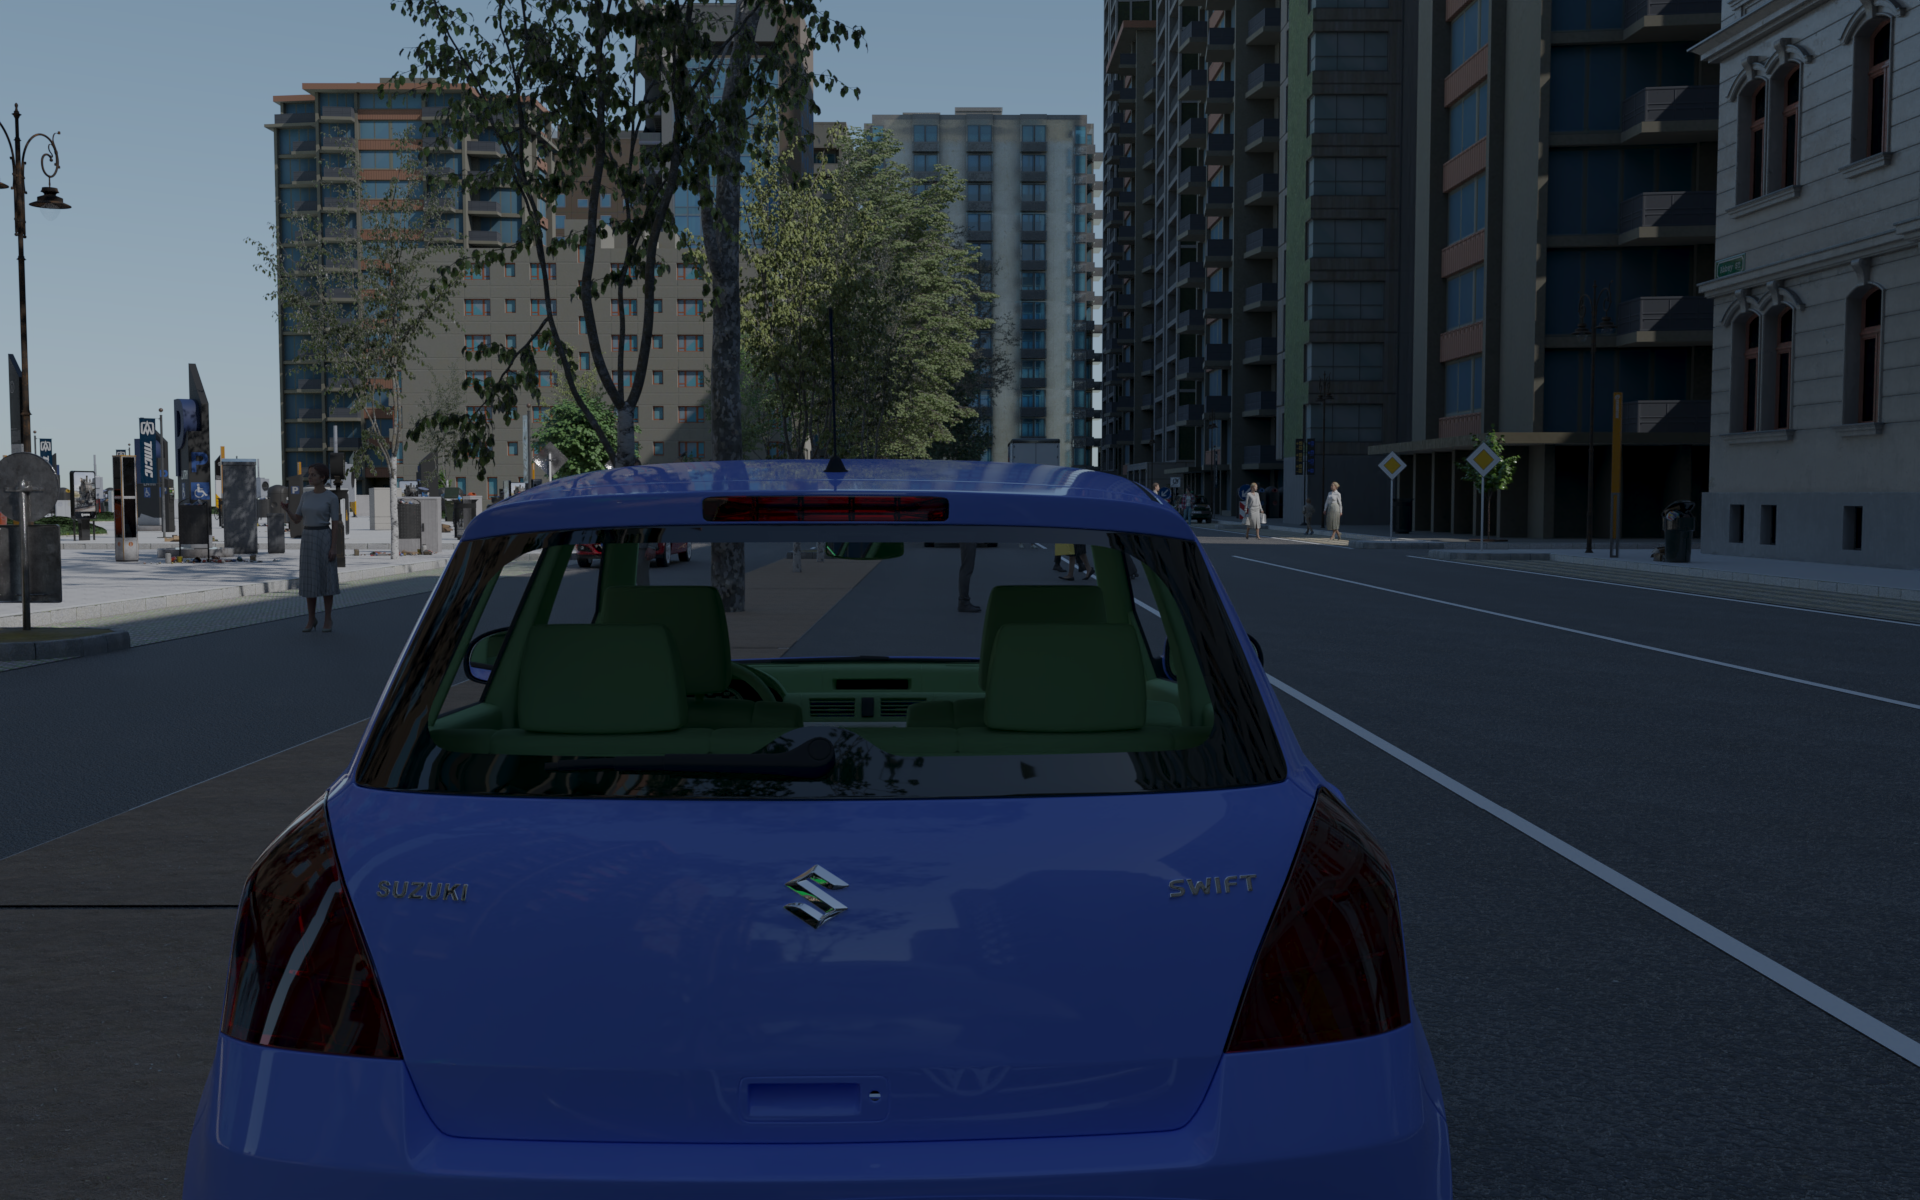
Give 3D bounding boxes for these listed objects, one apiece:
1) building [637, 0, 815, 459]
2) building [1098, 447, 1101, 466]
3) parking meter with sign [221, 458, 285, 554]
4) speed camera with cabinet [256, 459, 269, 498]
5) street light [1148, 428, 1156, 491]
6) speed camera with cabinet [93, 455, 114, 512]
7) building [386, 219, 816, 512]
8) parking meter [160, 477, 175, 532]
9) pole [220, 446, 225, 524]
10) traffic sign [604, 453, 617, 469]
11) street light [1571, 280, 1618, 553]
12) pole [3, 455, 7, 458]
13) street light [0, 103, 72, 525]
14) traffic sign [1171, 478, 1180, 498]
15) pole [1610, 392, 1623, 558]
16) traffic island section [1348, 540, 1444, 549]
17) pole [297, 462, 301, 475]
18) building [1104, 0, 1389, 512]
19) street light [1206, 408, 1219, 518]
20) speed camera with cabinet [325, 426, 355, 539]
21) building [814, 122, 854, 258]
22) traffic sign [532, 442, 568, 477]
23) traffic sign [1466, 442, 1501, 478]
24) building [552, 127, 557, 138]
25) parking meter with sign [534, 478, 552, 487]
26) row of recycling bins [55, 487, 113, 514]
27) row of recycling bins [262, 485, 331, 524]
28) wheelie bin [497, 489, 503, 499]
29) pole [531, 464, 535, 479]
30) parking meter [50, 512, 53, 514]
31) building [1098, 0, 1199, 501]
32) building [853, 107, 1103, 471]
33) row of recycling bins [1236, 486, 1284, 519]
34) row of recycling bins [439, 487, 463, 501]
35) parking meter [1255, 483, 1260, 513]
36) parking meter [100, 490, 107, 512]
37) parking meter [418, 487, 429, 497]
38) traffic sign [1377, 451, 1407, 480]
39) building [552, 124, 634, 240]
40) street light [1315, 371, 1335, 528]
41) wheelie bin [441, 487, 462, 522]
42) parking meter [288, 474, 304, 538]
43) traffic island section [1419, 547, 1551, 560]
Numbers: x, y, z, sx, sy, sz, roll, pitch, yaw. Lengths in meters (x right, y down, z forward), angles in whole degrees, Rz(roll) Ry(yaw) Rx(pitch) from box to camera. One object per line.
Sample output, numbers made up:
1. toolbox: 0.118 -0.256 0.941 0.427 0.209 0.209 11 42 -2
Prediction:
1. building: -20.683 -31.018 157.251 14.600 45.320 14.200 0 4 0
2. building: 32.933 -55.202 215.224 31.000 86.520 22.319 0 4 0
3. parking meter with sign: -15.427 -2.499 37.118 1.738 3.016 0.543 -1 4 -22
4. speed camera with cabinet: -39.353 -6.239 96.342 0.660 3.252 2.038 1 4 20
5. street light: 13.357 -9.031 120.437 0.468 5.910 1.993 0 4 0
6. speed camera with cabinet: -43.075 -5.707 87.645 2.038 3.252 0.660 -3 5 -44
7. building: -26.537 -17.823 136.439 27.650 21.520 28.899 0 4 0
8. parking meter: -26.577 -3.205 58.108 0.399 1.863 0.255 1 4 20
9. pole: -31.344 -4.884 73.691 0.158 3.312 0.155 0 3 0
10. traffic sign: -9.159 -2.711 46.507 0.795 2.593 0.064 0 4 0
11. street light: 13.707 -3.962 37.562 0.468 5.910 1.993 0 4 0
12. pole: -49.948 -5.922 90.667 0.158 3.312 0.155 0 3 0
13. street light: -11.149 -2.927 20.639 0.468 5.910 1.993 0 4 0
14. traffic sign: 13.129 -6.329 105.608 0.606 2.300 0.079 0 4 1
15. pole: 13.204 -2.508 34.842 0.158 3.312 0.155 0 3 0
16. traffic island section: 11.659 -1.492 46.670 2.009 0.180 2.903 0 4 0
17. pole: -42.115 -7.133 110.474 0.158 3.312 0.155 0 3 0
18. building: 24.996 -30.949 160.636 22.147 44.769 28.867 0 4 0
19. street light: 13.489 -7.339 92.782 0.468 5.910 1.993 0 4 0
20. speed camera with cabinet: -17.758 -3.376 49.541 0.660 3.252 2.038 -1 4 -11
21. building: -23.943 -36.204 215.637 21.600 48.544 21.300 0 4 0
22. traffic sign: -9.120 -2.222 38.522 0.795 2.593 0.064 0 4 0
23. traffic sign: 11.674 -2.227 38.602 0.795 2.593 0.064 0 4 0
24. building: -64.368 -36.551 217.213 30.456 49.044 23.786 0 4 0
25. parking meter with sign: -21.582 -5.609 87.976 1.738 3.016 0.543 0 4 -8
26. row of recycling bins: -53.394 -6.042 105.901 3.534 1.692 1.069 -3 5 -43
27. row of recycling bins: -29.013 -4.243 76.492 1.069 1.692 3.534 2 4 25
28. wheelie bin: -26.102 -5.602 99.492 0.980 1.594 0.693 -1 4 -12
29. pole: -26.444 -6.938 107.283 0.158 3.312 0.155 0 3 0
30. parking meter: -59.207 -6.545 112.717 0.399 1.863 0.255 2 4 26
31. building: 24.097 -45.643 184.518 20.563 71.187 20.611 0 4 0
32. building: 2.200 -36.551 217.211 30.456 49.044 23.786 0 4 0
33. row of recycling bins: 16.098 -5.168 91.606 3.534 1.692 1.069 -2 4 -29
34. row of recycling bins: -32.420 -6.152 107.692 3.534 1.692 1.069 1 4 21
35. parking meter: 15.184 -5.076 88.708 0.255 1.863 0.399 2 4 25
36. parking meter: -48.315 -5.463 97.735 0.372 1.533 0.369 0 3 0
37. parking meter: -18.919 -3.224 61.126 0.372 1.533 0.369 0 3 0
38. traffic sign: 11.635 -2.715 46.587 0.795 2.593 0.064 0 4 0
39. building: -42.018 -34.417 212.827 14.200 45.320 14.600 0 4 0
40. street light: 13.680 -5.648 65.127 0.468 5.910 1.993 0 4 0
41. wheelie bin: -23.687 -4.454 80.733 0.980 1.594 0.693 0 4 -6
42. parking meter: -19.324 -2.733 50.394 0.399 1.863 0.255 -1 4 -10
43. traffic island section: 11.698 -1.003 38.685 2.009 0.180 2.903 0 4 0
